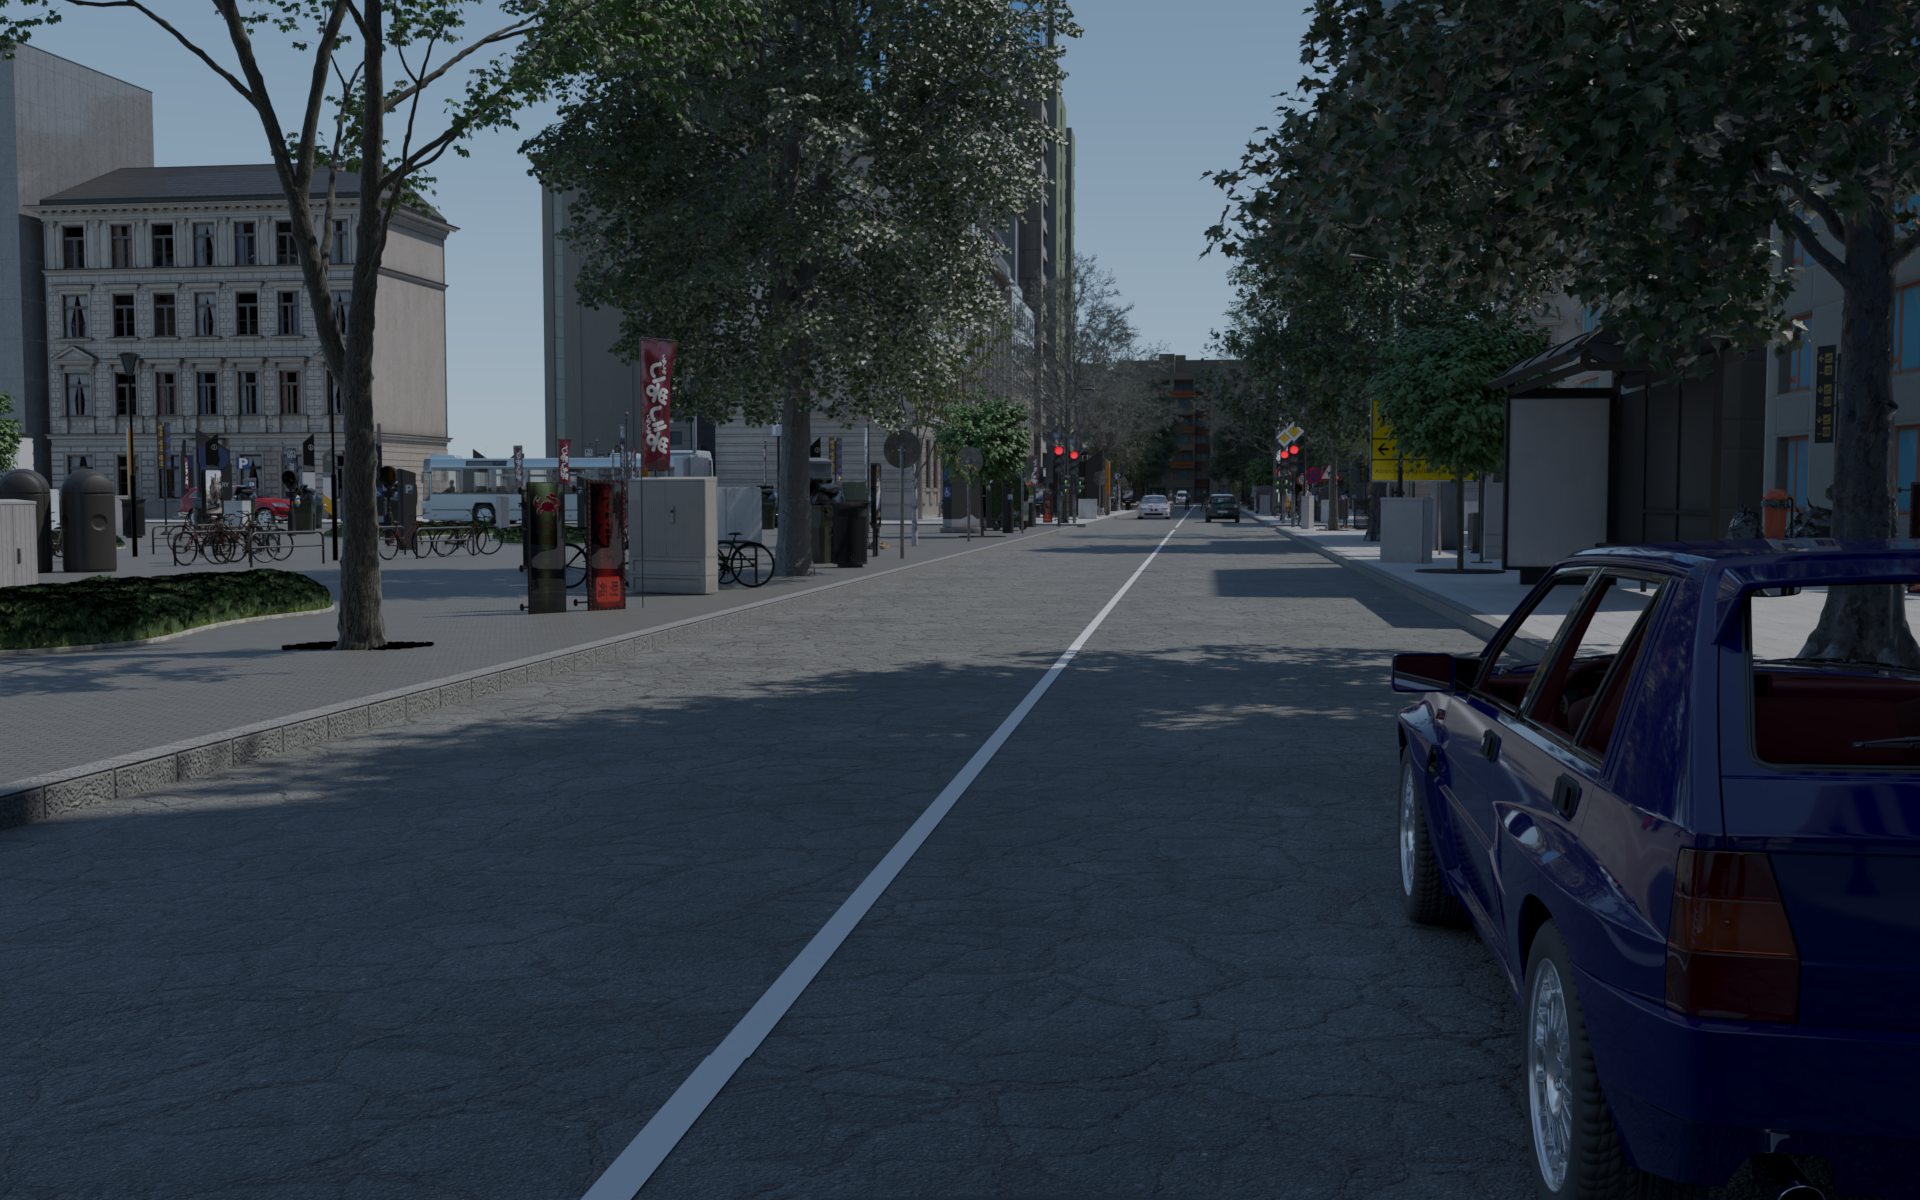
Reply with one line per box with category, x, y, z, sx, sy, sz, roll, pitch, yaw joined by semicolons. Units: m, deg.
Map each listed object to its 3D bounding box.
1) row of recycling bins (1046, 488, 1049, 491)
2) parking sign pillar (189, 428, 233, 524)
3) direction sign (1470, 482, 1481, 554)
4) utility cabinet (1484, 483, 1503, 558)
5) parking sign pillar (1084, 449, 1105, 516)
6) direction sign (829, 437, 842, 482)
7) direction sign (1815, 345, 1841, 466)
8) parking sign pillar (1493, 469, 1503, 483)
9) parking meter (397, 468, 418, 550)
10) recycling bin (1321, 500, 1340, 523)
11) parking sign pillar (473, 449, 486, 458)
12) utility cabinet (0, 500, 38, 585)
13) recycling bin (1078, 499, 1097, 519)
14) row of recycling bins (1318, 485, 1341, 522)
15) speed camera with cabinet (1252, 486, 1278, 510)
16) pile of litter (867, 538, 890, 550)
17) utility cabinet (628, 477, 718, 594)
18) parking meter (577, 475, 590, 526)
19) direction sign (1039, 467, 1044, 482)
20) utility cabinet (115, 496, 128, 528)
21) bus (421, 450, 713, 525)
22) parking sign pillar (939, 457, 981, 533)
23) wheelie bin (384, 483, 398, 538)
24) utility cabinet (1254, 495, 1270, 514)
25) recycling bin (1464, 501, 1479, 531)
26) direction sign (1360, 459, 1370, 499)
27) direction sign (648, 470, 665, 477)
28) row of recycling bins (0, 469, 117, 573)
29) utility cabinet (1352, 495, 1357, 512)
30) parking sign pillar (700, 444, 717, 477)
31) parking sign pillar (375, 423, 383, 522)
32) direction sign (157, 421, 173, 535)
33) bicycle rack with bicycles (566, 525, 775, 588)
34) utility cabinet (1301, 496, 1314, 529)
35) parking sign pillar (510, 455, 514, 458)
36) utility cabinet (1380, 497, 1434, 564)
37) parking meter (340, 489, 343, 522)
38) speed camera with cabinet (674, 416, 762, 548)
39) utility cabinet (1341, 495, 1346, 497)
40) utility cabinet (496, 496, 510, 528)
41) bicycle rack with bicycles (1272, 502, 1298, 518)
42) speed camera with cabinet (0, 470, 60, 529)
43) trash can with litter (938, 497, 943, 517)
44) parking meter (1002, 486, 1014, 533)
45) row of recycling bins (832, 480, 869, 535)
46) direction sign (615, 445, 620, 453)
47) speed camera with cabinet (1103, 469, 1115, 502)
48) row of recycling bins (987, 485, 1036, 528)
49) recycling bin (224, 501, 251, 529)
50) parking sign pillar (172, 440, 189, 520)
row of recycling bins;4.190;-6.506;113.485;3.534;1.692;1.069;1;4;20
parking sign pillar;-30.593;-5.051;71.058;1.447;3.967;1.447;-2;4;-34
direction sign;11.237;-2.776;37.377;0.876;3.537;0.379;0;4;6
utility cabinet;10.938;-1.563;34.232;1.173;1.500;0.318;0;4;4
parking sign pillar;7.961;-7.050;103.743;1.447;3.967;1.447;1;4;17
direction sign;-4.985;-4.730;69.327;0.379;3.537;0.876;2;4;30
direction sign;13.283;-2.094;26.241;0.379;3.537;0.876;-1;4;-17
parking sign pillar;19.484;-4.435;60.988;1.447;3.967;1.447;3;4;36
parking meter;-12.658;-2.079;39.697;0.399;1.863;0.255;-3;4;-38
recycling bin;16.237;-3.874;75.896;0.722;1.027;0.722;1;4;21
parking sign pillar;-28.334;-7.024;103.306;1.447;3.967;1.447;-2;4;-33
utility cabinet;-11.271;-0.557;20.267;0.306;1.237;1.020;1;4;11
recycling bin;6.601;-4.712;89.593;0.722;1.027;0.722;-2;4;-31
row of recycling bins;16.791;-4.371;78.575;1.069;1.692;3.534;1;4;9
speed camera with cabinet;24.527;-8.863;139.250;2.038;3.252;0.660;3;4;36
pile of litter;-2.273;-1.639;40.765;1.176;0.858;1.719;-1;4;-14
utility cabinet;-3.696;-0.830;22.249;1.173;1.500;0.318;2;4;25
parking meter;-11.608;-2.921;53.467;0.399;1.863;0.255;3;4;36
direction sign;6.610;-9.258;143.358;0.379;3.537;0.876;3;5;44
utility cabinet;-32.141;-3.342;65.801;0.306;1.237;1.020;3;4;36
bus;-17.445;-4.902;75.012;13.247;3.499;2.948;1;4;10
parking sign pillar;0.043;-4.196;57.070;1.447;3.967;1.447;-3;5;-44
wheelie bin;-15.748;-2.481;48.473;0.693;1.594;0.980;-2;4;-31
utility cabinet;20.564;-6.565;118.497;0.306;1.237;1.020;-2;4;-34
recycling bin;17.994;-2.966;61.045;0.722;1.027;0.722;-1;4;-9
direction sign;25.929;-7.260;110.696;0.876;3.537;0.379;-1;4;-20
direction sign;-10.443;-4.125;59.438;0.876;3.537;0.379;2;4;34
row of recycling bins;-15.650;-1.286;28.140;3.534;1.692;1.069;-1;4;-18
utility cabinet;28.934;-7.085;127.008;0.306;1.237;1.020;1;4;17
parking sign pillar;-13.272;-6.387;92.902;1.447;3.967;1.447;-2;4;-28
parking sign pillar;-22.034;-4.704;65.390;1.447;3.967;1.447;-1;4;-19
direction sign;-24.918;-3.809;54.273;0.379;3.537;0.876;0;4;-1
bicycle rack with bicycles;-3.907;-0.659;24.158;2.925;0.926;2.852;1;4;17
utility cabinet;12.784;-3.216;63.736;0.306;1.237;1.020;1;4;22
parking sign pillar;-27.352;-7.153;105.429;1.447;3.967;1.447;2;4;33
utility cabinet;8.327;-1.293;32.296;0.306;1.237;1.020;-3;4;-36
parking meter;-28.652;-4.417;80.624;0.372;1.533;0.369;0;3;0
speed camera with cabinet;-5.788;-2.882;41.464;2.038;3.252;0.660;-2;4;-33
utility cabinet;23.992;-6.050;110.080;0.306;1.237;1.020;-3;5;-44
utility cabinet;-16.944;-3.244;64.204;0.306;1.237;1.020;-2;4;-26
bicycle rack with bicycles;17.902;-4.756;91.149;2.925;0.926;2.852;0;4;-2
speed camera with cabinet;-32.809;-4.067;60.831;2.038;3.252;0.660;0;4;1
trash can with litter;-0.421;-4.029;77.263;0.624;1.170;1.055;3;5;43
parking meter;1.579;-2.960;56.808;0.372;1.533;0.369;0;3;0
row of recycling bins;-3.874;-2.804;52.964;1.069;1.692;3.534;-2;4;-33
direction sign;-15.611;-5.349;79.452;0.379;3.537;0.876;-2;4;-34
speed camera with cabinet;11.849;-8.809;138.370;0.660;3.252;2.038;-1;4;-10
row of recycling bins;1.726;-3.630;66.458;1.069;1.692;3.534;2;4;35
recycling bin;-26.985;-3.189;64.700;0.722;1.027;0.722;0;4;3
parking sign pillar;-38.551;-5.986;86.347;1.447;3.967;1.447;-2;4;-30
